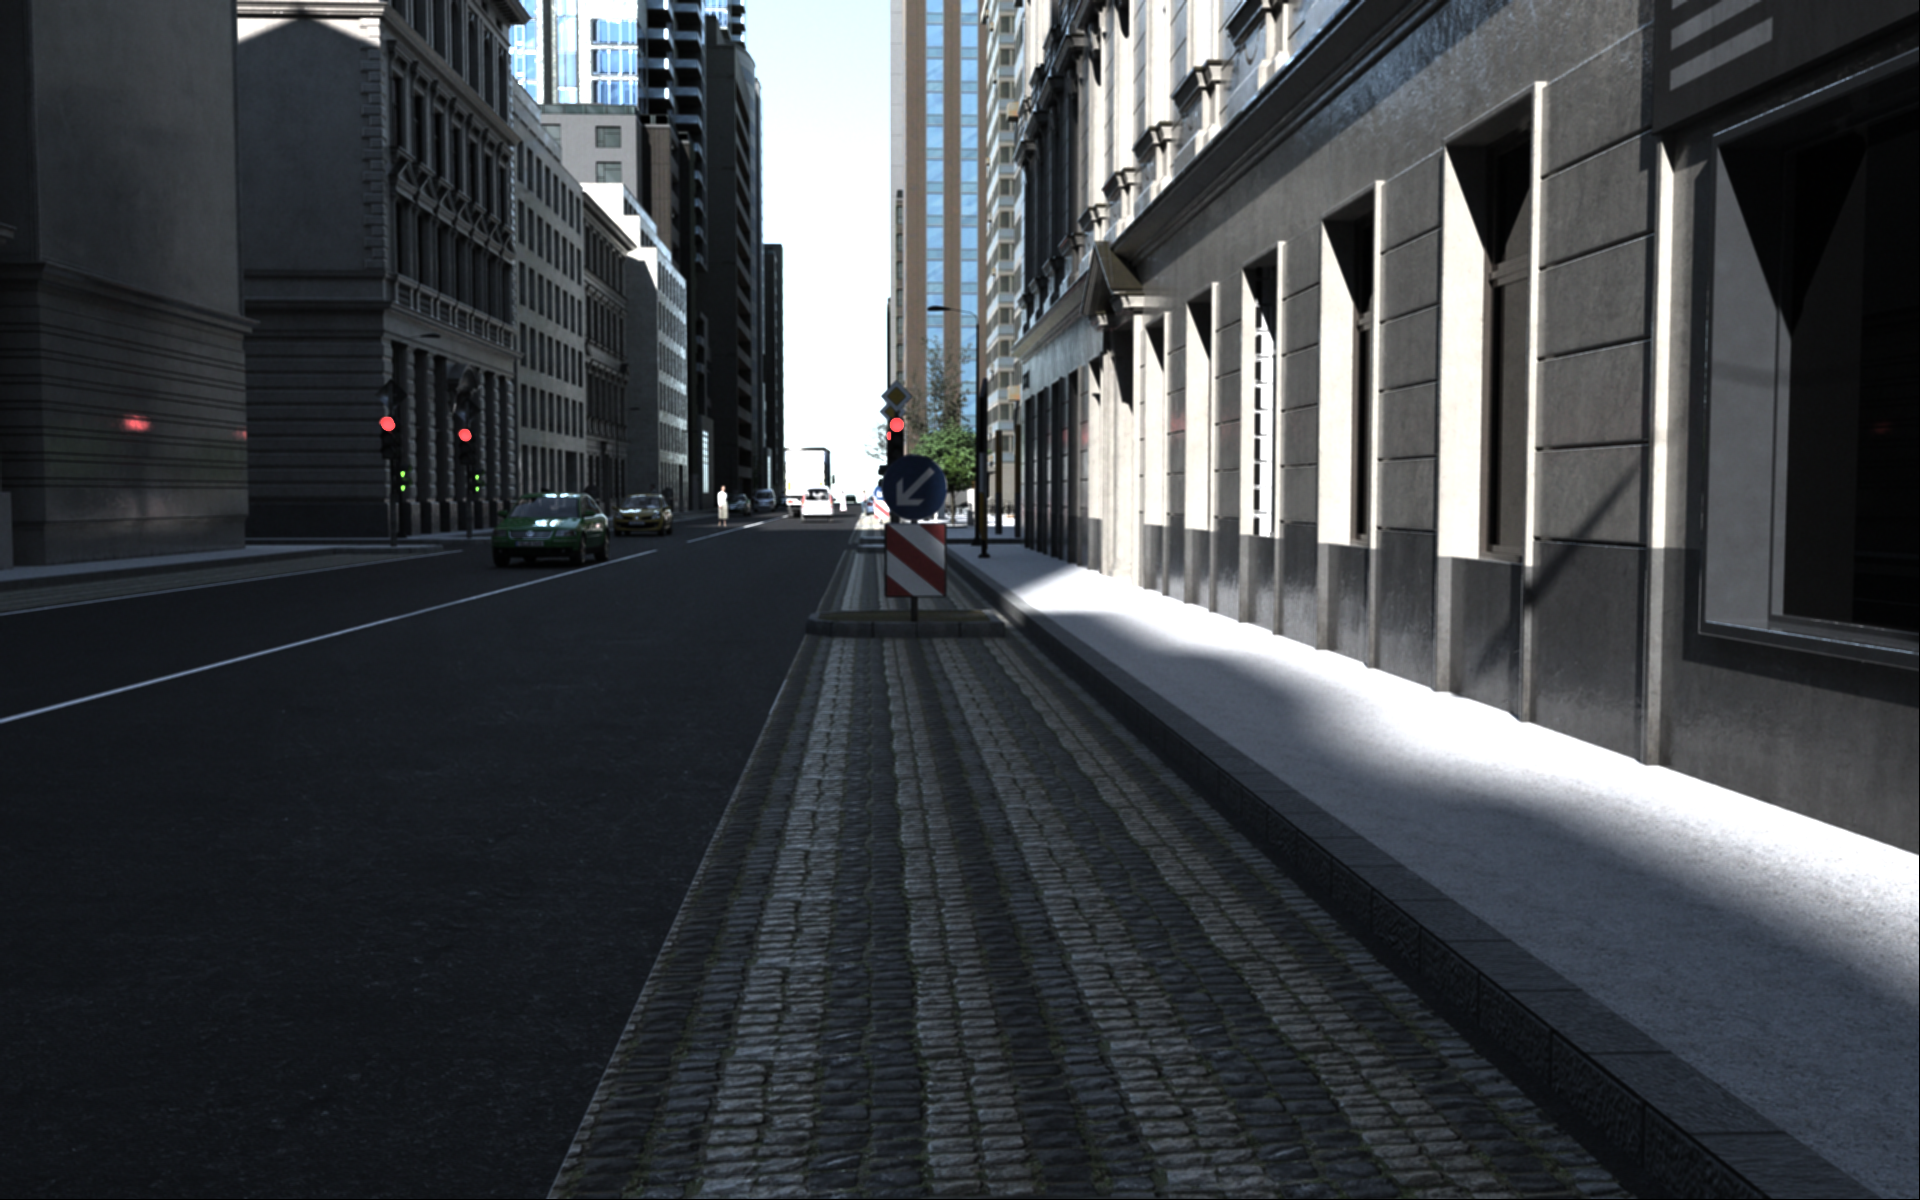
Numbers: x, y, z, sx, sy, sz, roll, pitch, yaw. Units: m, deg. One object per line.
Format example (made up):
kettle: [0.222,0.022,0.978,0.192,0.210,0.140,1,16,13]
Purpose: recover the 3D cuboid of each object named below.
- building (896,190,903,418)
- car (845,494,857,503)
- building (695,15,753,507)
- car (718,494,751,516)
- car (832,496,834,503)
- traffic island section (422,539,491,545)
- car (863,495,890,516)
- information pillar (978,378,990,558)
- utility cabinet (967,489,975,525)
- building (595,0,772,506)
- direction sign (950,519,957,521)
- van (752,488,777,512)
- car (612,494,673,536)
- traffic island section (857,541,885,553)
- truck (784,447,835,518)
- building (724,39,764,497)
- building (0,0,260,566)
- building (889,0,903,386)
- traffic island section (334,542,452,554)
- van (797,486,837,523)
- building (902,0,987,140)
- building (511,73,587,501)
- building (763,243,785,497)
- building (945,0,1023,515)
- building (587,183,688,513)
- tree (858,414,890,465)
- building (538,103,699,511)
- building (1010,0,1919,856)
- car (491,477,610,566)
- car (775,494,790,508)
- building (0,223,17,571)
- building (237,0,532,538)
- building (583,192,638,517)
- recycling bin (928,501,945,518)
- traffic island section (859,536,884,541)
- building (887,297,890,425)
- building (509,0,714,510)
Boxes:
building: [0.817,-24.185,167.118,14.160,30.474,14.107,0,4,-3]
car: [-17.015,-15.921,269.101,1.959,1.807,4.718,0,4,-4]
building: [-33.146,-34.030,180.100,21.300,48.544,21.600,0,4,-3]
car: [-14.669,-6.189,112.991,2.131,1.459,4.920,0,4,-2]
car: [-20.588,-15.943,270.254,1.945,1.707,3.694,0,4,-3]
traffic island section: [-14.278,-1.716,50.339,2.009,0.180,2.903,0,4,-3]
car: [-5.014,-5.872,108.013,2.014,1.417,4.499,0,4,-3]
information pillar: [0.472,-2.660,34.846,0.183,3.616,0.504,1,4,11]
utility cabinet: [0.560,-3.797,70.757,0.318,1.500,1.173,1,4,13]
building: [-38.361,-57.354,250.411,22.319,86.520,31.000,0,4,-3]
direction sign: [-0.324,-5.466,81.362,0.876,3.537,0.379,3,5,41]
van: [-15.521,-7.986,137.580,2.013,2.044,4.112,0,4,-4]
car: [-11.025,-3.065,60.330,2.015,1.641,3.980,0,4,-4]
traffic island section: [-1.544,-1.267,42.989,2.009,0.180,2.903,0,4,-3]
truck: [-9.445,-7.337,108.865,2.839,4.237,11.283,0,4,-2]
building: [-36.704,-41.570,221.660,21.231,58.520,28.212,0,4,-3]
building: [-26.280,-12.138,34.612,21.152,22.565,11.583,0,4,-3]
building: [2.911,-39.483,187.541,21.231,58.520,28.212,0,4,-3]
traffic island section: [-13.870,-1.228,42.364,2.009,0.180,2.903,0,4,-3]
van: [-7.284,-4.970,88.275,2.013,2.044,4.112,0,4,-5]
building: [2.472,-29.844,138.067,14.600,45.320,14.200,0,4,-3]
building: [-23.470,-13.635,77.691,10.420,20.320,16.860,0,4,-3]
building: [-35.265,-36.145,274.570,14.154,41.232,14.086,0,4,-3]
building: [14.440,-25.851,114.539,32.217,40.220,23.993,0,4,-3]
building: [-24.261,-15.915,114.968,10.420,20.320,16.860,0,4,-3]
tree: [-7.279,-18.404,211.272,12.009,13.543,11.850,0,3,0]
building: [-27.751,-22.021,131.740,14.160,30.474,14.107,0,4,-3]
building: [10.467,-14.955,20.935,17.030,29.872,44.131,0,4,-3]
car: [-8.403,-1.649,35.751,1.959,1.807,4.718,0,4,-2]
car: [-18.039,-10.110,177.095,2.131,1.459,4.920,0,4,-3]
building: [-21.741,-14.055,17.186,14.401,28.519,23.554,0,4,-3]
building: [-21.964,-14.068,58.889,11.050,23.489,19.941,0,4,-3]
building: [-24.368,-14.136,95.745,10.561,19.102,19.286,0,4,-3]
recycling bin: [-1.264,-4.898,92.631,0.722,1.027,0.722,2,4,26]
traffic island section: [-1.953,-1.754,50.964,2.009,0.180,2.903,0,4,-3]
building: [-3.706,-29.497,253.974,14.160,30.474,14.107,0,4,-3]
building: [-32.770,-51.354,152.314,22.319,86.520,31.000,0,4,-3]
